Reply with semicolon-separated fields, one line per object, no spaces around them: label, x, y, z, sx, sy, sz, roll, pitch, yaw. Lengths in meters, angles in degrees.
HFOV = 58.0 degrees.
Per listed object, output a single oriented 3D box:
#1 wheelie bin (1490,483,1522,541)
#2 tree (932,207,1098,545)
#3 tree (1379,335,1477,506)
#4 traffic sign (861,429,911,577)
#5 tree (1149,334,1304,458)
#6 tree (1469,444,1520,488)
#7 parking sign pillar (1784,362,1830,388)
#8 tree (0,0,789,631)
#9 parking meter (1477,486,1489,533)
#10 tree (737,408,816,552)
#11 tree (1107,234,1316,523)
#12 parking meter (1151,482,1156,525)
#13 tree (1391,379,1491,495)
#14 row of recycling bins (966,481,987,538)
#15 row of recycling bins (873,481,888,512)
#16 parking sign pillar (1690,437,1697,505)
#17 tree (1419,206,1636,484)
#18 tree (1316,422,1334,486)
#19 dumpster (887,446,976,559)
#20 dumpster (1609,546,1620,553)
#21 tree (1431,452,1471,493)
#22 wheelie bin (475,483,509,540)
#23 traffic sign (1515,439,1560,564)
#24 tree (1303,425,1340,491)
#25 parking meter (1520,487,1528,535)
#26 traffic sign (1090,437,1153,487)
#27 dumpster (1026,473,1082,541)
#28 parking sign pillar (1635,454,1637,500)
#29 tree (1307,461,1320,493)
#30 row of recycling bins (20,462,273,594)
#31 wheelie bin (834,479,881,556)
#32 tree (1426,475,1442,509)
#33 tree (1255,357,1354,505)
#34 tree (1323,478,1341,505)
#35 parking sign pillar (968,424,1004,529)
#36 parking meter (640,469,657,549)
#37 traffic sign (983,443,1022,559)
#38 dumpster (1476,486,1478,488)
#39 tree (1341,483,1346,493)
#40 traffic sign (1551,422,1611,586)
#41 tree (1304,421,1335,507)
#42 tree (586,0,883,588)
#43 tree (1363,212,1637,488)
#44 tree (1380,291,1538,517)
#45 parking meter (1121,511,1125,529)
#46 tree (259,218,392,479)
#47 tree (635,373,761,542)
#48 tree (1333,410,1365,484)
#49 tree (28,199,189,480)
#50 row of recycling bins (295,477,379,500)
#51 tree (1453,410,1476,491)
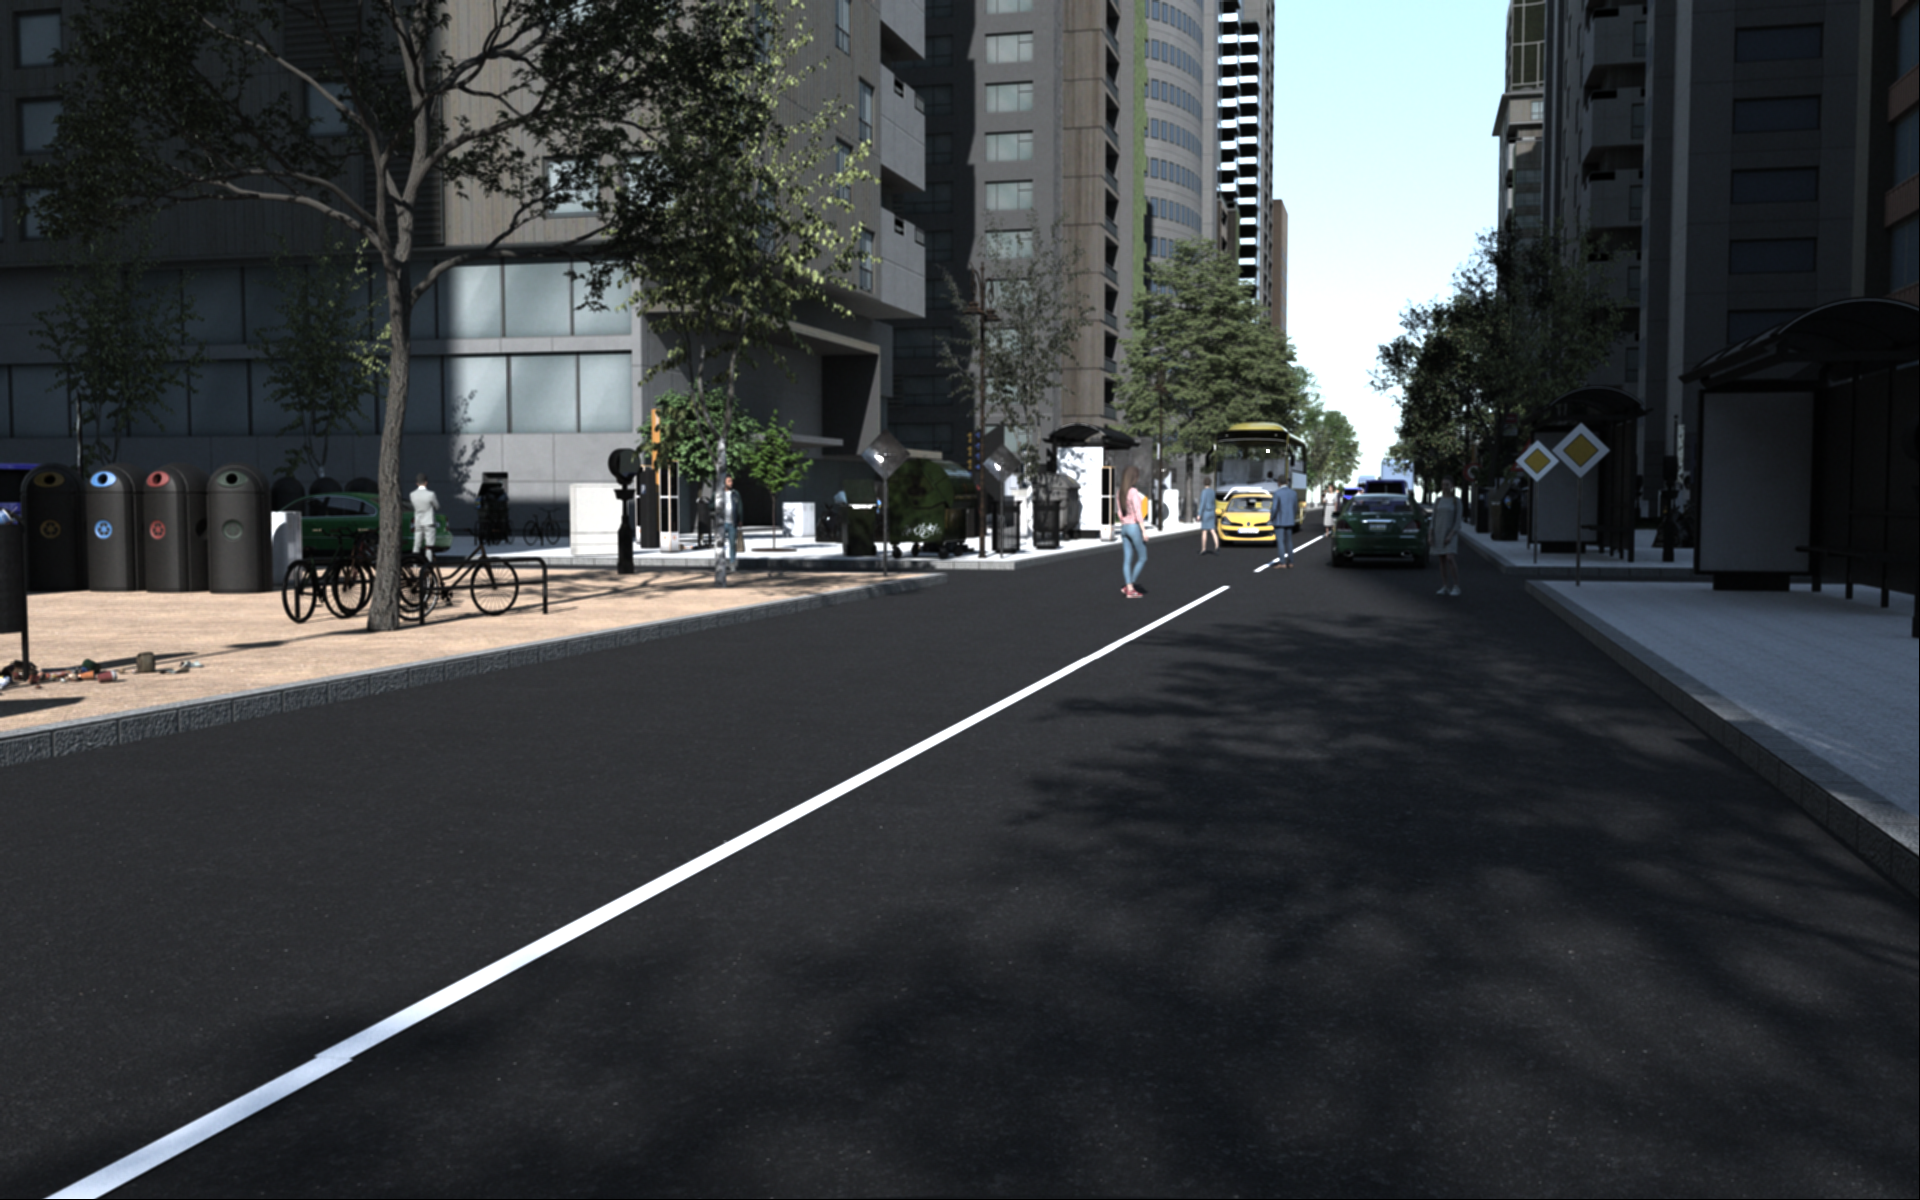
wheelie bin;15.025;-2.431;47.649;0.693;1.594;0.980;-1;4;-10
tree;1.555;-5.709;43.700;4.360;8.622;3.978;0;3;0
tree;52.507;-20.300;187.799;12.611;20.169;13.585;0;3;0
traffic sign;-1.148;-1.407;26.640;0.795;2.450;0.064;1;4;14
tree;14.527;-9.707;93.115;8.767;10.594;7.601;-1;4;-21
tree;20.035;-4.346;65.659;1.663;3.219;1.824;0;3;0
parking sign pillar;15.957;-2.738;33.240;1.447;3.967;1.447;2;4;35
tree;-5.073;-4.987;15.955;7.601;10.594;8.767;0;4;-4
parking meter;17.240;-2.977;57.084;0.372;1.533;0.369;0;3;0
tree;-4.048;-2.708;38.871;1.663;3.219;1.824;0;3;0
tree;10.521;-9.659;76.059;7.486;12.596;7.792;0;3;0
parking meter;8.078;-4.006;71.204;0.255;1.863;0.399;-2;4;-32
tree;45.706;-15.485;163.547;12.009;13.543;11.850;0;3;0
row of recycling bins;0.152;-2.749;52.063;1.069;1.692;3.534;1;4;9
row of recycling bins;-2.322;-2.840;53.551;1.069;1.692;3.534;-3;5;-40
parking sign pillar;25.068;-4.270;58.289;1.447;3.967;1.447;0;4;-1
tree;15.165;-5.757;44.497;4.737;8.622;4.395;0;3;0
tree;17.302;-11.323;103.257;7.486;12.596;7.792;0;3;0
dumpster;-0.623;-1.977;34.810;1.502;2.255;1.985;1;4;14
dumpster;14.225;-2.019;38.766;1.264;1.857;1.865;1;4;14
tree;30.805;-7.568;107.450;4.285;4.588;4.351;0;3;0
wheelie bin;-12.985;-2.465;48.215;0.693;1.594;0.980;3;5;43
traffic sign;10.604;-1.726;31.869;0.795;2.450;0.064;1;4;14
tree;37.595;-14.151;181.731;4.737;8.622;4.395;0;3;0
parking meter;17.794;-2.811;54.376;0.372;1.533;0.369;0;3;0
traffic sign;5.753;-4.161;61.911;2.265;3.308;0.079;1;4;16
dumpster;2.582;-2.578;47.916;1.264;1.857;1.865;1;4;14
parking sign pillar;30.915;-5.654;80.910;1.447;3.967;1.447;-3;5;-40
tree;28.352;-9.868;145.052;4.285;4.588;4.351;0;3;0
row of recycling bins;-10.755;-0.967;22.923;3.534;1.692;1.069;1;4;10
wheelie bin;-2.144;-1.714;35.940;0.980;1.594;0.693;-1;4;-19
tree;40.656;-9.378;147.927;1.663;3.219;1.824;0;3;0
tree;23.700;-12.415;128.747;9.928;11.665;9.643;0;3;0
tree;44.785;-13.158;209.733;1.663;3.219;1.824;0;3;0
parking sign pillar;0.982;-4.672;64.854;1.447;3.967;1.447;-1;4;-20
parking meter;-7.365;-2.151;40.874;0.255;1.863;0.399;-3;5;-39
traffic sign;0.828;-1.880;34.378;0.795;2.450;0.064;1;4;14
dumpster;23.939;-4.441;78.366;1.264;1.857;1.865;1;4;14
tree;55.274;-15.747;252.067;1.663;3.219;1.824;0;3;0
traffic sign;8.628;-1.253;24.131;0.795;2.450;0.064;1;4;14
tree;35.741;-13.695;174.270;4.360;8.622;3.978;0;3;0
tree;-3.213;-4.487;23.731;4.737;8.622;4.395;0;3;0
tree;17.889;-7.577;58.295;8.767;10.594;7.601;0;4;4
tree;28.251;-10.960;96.212;9.611;12.733;9.660;0;3;0
parking meter;6.039;-3.322;62.729;0.372;1.533;0.369;0;3;0
tree;-17.135;-5.883;46.552;4.737;8.622;4.395;0;3;0
tree;-7.053;-3.862;46.864;4.285;4.588;4.351;0;3;0
tree;50.595;-19.250;232.857;7.486;12.596;7.792;0;3;0
tree;-20.676;-5.627;42.357;4.737;8.622;4.395;0;3;0
row of recycling bins;-15.888;-2.147;42.214;3.534;1.692;1.069;-3;4;-36
tree;38.917;-11.328;135.573;4.360;8.622;3.978;0;3;0
